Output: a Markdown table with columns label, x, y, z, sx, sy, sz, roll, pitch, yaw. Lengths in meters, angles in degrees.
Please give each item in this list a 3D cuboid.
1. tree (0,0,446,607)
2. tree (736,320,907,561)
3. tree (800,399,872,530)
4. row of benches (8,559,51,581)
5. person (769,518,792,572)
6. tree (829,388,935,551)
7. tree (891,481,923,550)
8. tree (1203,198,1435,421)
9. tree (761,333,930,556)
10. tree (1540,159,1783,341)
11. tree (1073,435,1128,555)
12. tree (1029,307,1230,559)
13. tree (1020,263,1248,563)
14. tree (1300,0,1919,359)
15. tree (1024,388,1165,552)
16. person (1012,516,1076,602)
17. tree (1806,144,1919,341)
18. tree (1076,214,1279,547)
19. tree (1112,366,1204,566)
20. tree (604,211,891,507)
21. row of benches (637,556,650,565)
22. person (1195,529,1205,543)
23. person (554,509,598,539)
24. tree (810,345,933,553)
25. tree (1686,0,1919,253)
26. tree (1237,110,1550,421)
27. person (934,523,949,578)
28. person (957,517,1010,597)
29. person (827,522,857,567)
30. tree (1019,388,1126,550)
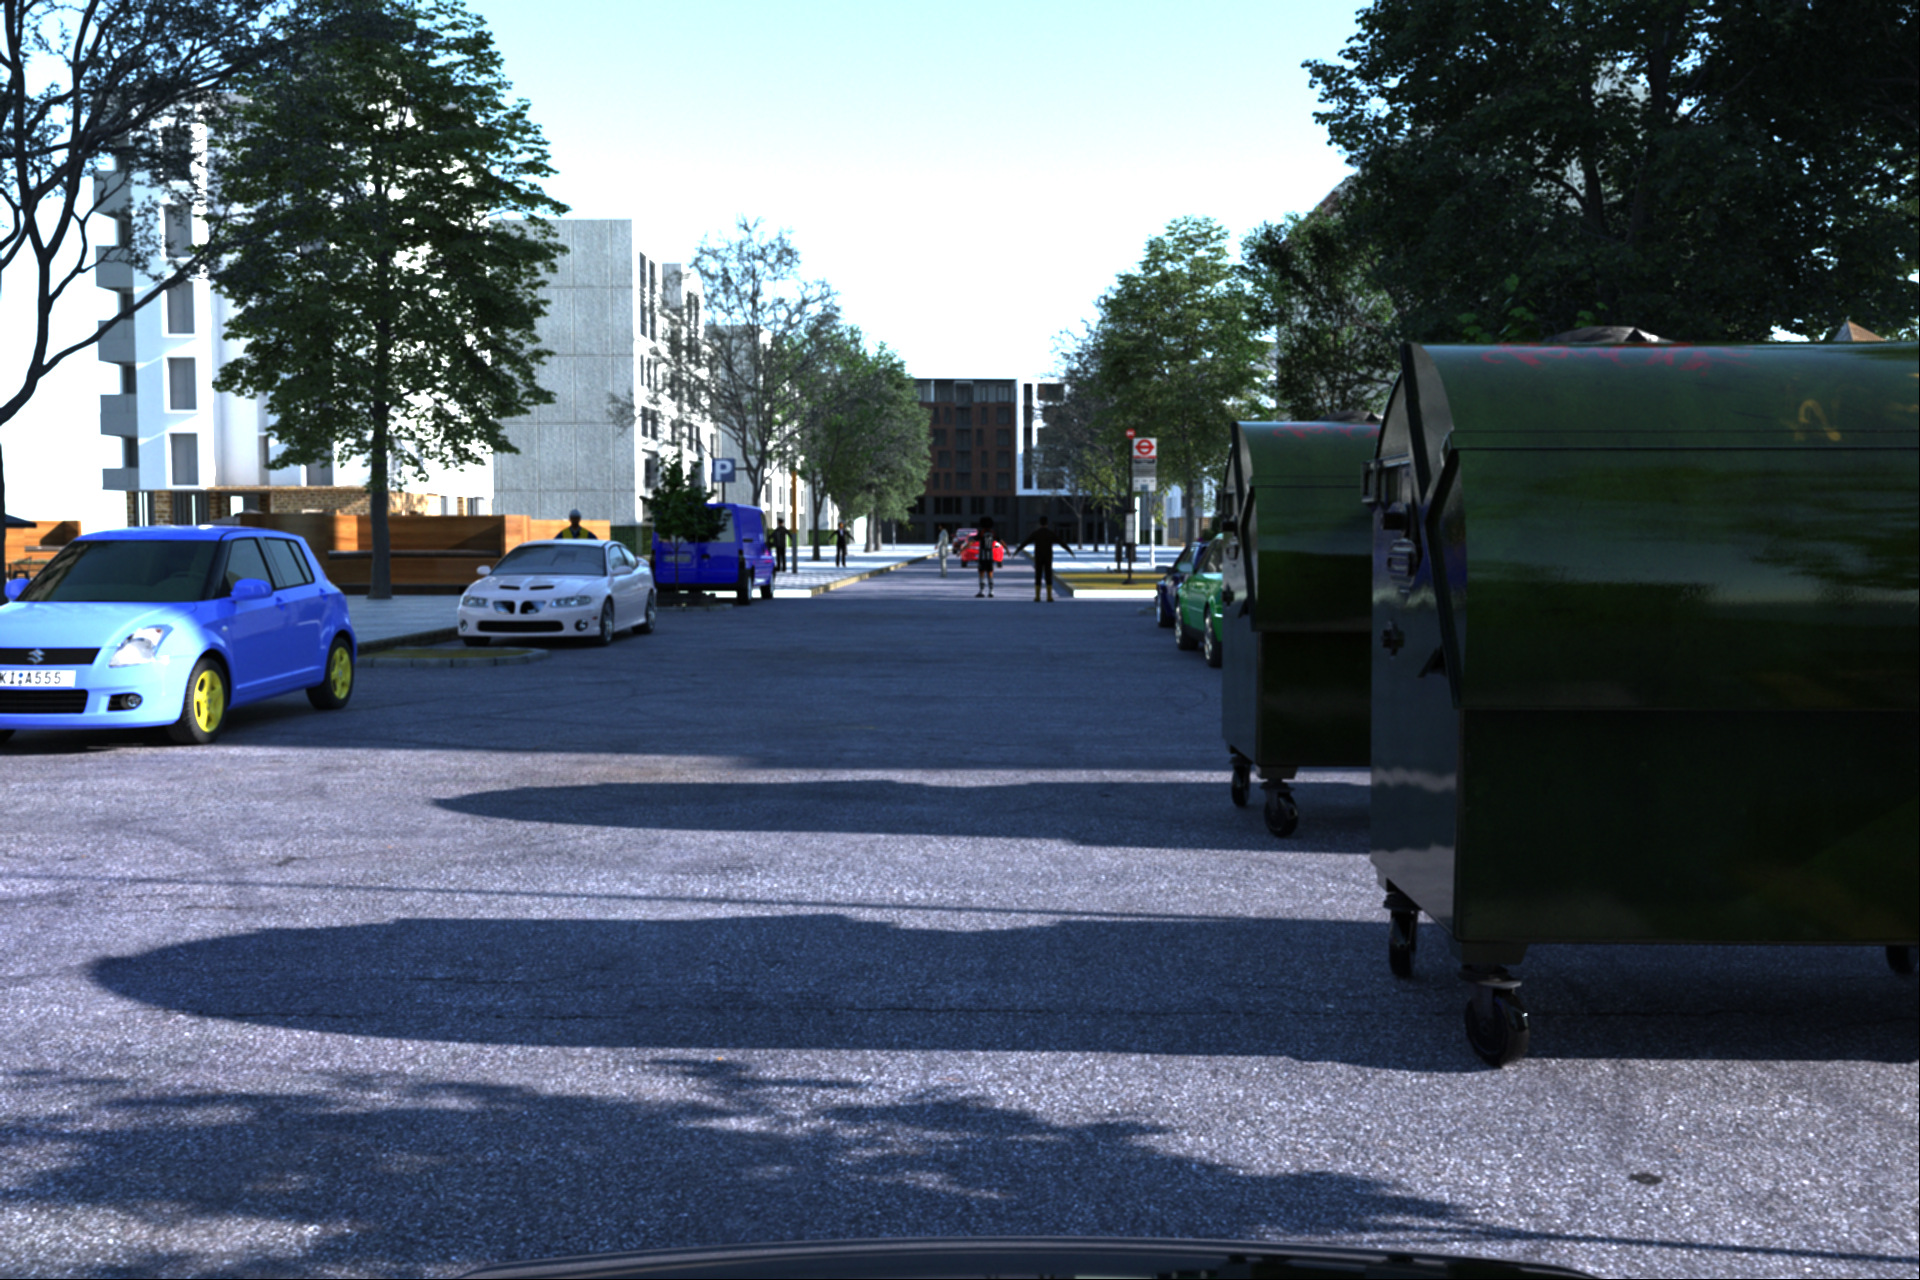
| label | x | y | z | sx | sy | sz | roll | pitch | yaw |
| --- | --- | --- | --- | --- | --- | --- | --- | --- | --- |
| tree | -11.244 | -6.708 | 20.042 | 12.009 | 13.543 | 11.850 | 0 | 3 | 0 |
| tree | -6.711 | -9.579 | 82.364 | 9.928 | 11.665 | 9.643 | 0 | 3 | 0 |
| tree | -6.472 | -8.718 | 92.904 | 4.737 | 8.622 | 4.395 | 0 | 3 | 0 |
| row of benches | -22.344 | -1.782 | 44.604 | 4.104 | 0.672 | 1.422 | -2 | 4 | -34 |
| person | -6.134 | -3.251 | 59.095 | 1.347 | 1.837 | 0.705 | -3 | 5 | -44 |
| tree | -6.249 | -13.797 | 132.229 | 9.857 | 13.997 | 8.962 | 0 | 3 | 0 |
| tree | -5.271 | -11.638 | 140.637 | 4.737 | 8.622 | 4.395 | 0 | 3 | 0 |
| tree | 11.072 | -7.731 | 52.156 | 9.928 | 11.665 | 9.643 | 0 | 3 | 0 |
| tree | -7.050 | -11.804 | 103.365 | 12.009 | 13.543 | 11.850 | 0 | 3 | 0 |
| tree | 22.181 | -9.163 | 56.470 | 9.857 | 13.997 | 8.962 | 0 | 3 | 0 |
| tree | 9.072 | -9.634 | 107.875 | 4.737 | 8.622 | 4.395 | 0 | 3 | 0 |
| tree | 8.650 | -10.982 | 89.925 | 12.009 | 13.543 | 11.850 | 0 | 3 | 0 |
| tree | 7.854 | -10.241 | 77.812 | 12.009 | 13.543 | 11.850 | 0 | 3 | 0 |
| tree | 9.882 | -7.277 | 25.638 | 9.857 | 13.997 | 8.962 | 0 | 3 | 0 |
| tree | 9.738 | -13.040 | 123.567 | 12.009 | 13.543 | 11.850 | 0 | 3 | 0 |
| person | 1.771 | -1.718 | 36.680 | 1.346 | 1.812 | 0.704 | 0 | 4 | 4 |
| tree | 25.255 | -7.727 | 44.459 | 7.486 | 12.596 | 7.792 | 0 | 3 | 0 |
| tree | 7.918 | -8.817 | 62.287 | 7.486 | 12.596 | 7.792 | 0 | 3 | 0 |
| tree | 7.962 | -7.284 | 69.453 | 4.737 | 8.622 | 4.395 | 0 | 3 | 0 |
| tree | -7.750 | -9.488 | 65.497 | 12.009 | 13.543 | 11.850 | 0 | 3 | 0 |
| row of benches | -10.229 | -2.054 | 49.054 | 4.104 | 0.672 | 1.422 | 2 | 4 | 27 |
| person | 6.695 | -2.326 | 47.296 | 0.991 | 1.433 | 0.599 | 0 | 4 | -5 |
| person | -6.211 | -1.197 | 27.989 | 1.349 | 1.833 | 0.705 | -1 | 4 | -12 |
| tree | -6.265 | -12.974 | 118.779 | 9.857 | 13.997 | 8.962 | 0 | 3 | 0 |
| tree | 9.552 | -4.867 | 13.984 | 7.601 | 10.594 | 8.767 | 0 | 4 | -7 |
| tree | 10.040 | -6.365 | 38.473 | 7.601 | 10.594 | 8.767 | 2 | 4 | 28 |
| person | -0.588 | -2.954 | 56.935 | 0.705 | 1.806 | 1.347 | 1 | 4 | 12 |
| person | 0.573 | -1.877 | 39.283 | 1.345 | 1.843 | 0.704 | -2 | 4 | -26 |
| person | -4.626 | -3.722 | 67.581 | 1.216 | 1.740 | 0.721 | -1 | 4 | -22 |
| tree | 9.619 | -14.005 | 139.356 | 12.009 | 13.543 | 11.850 | 0 | 3 | 0 |
